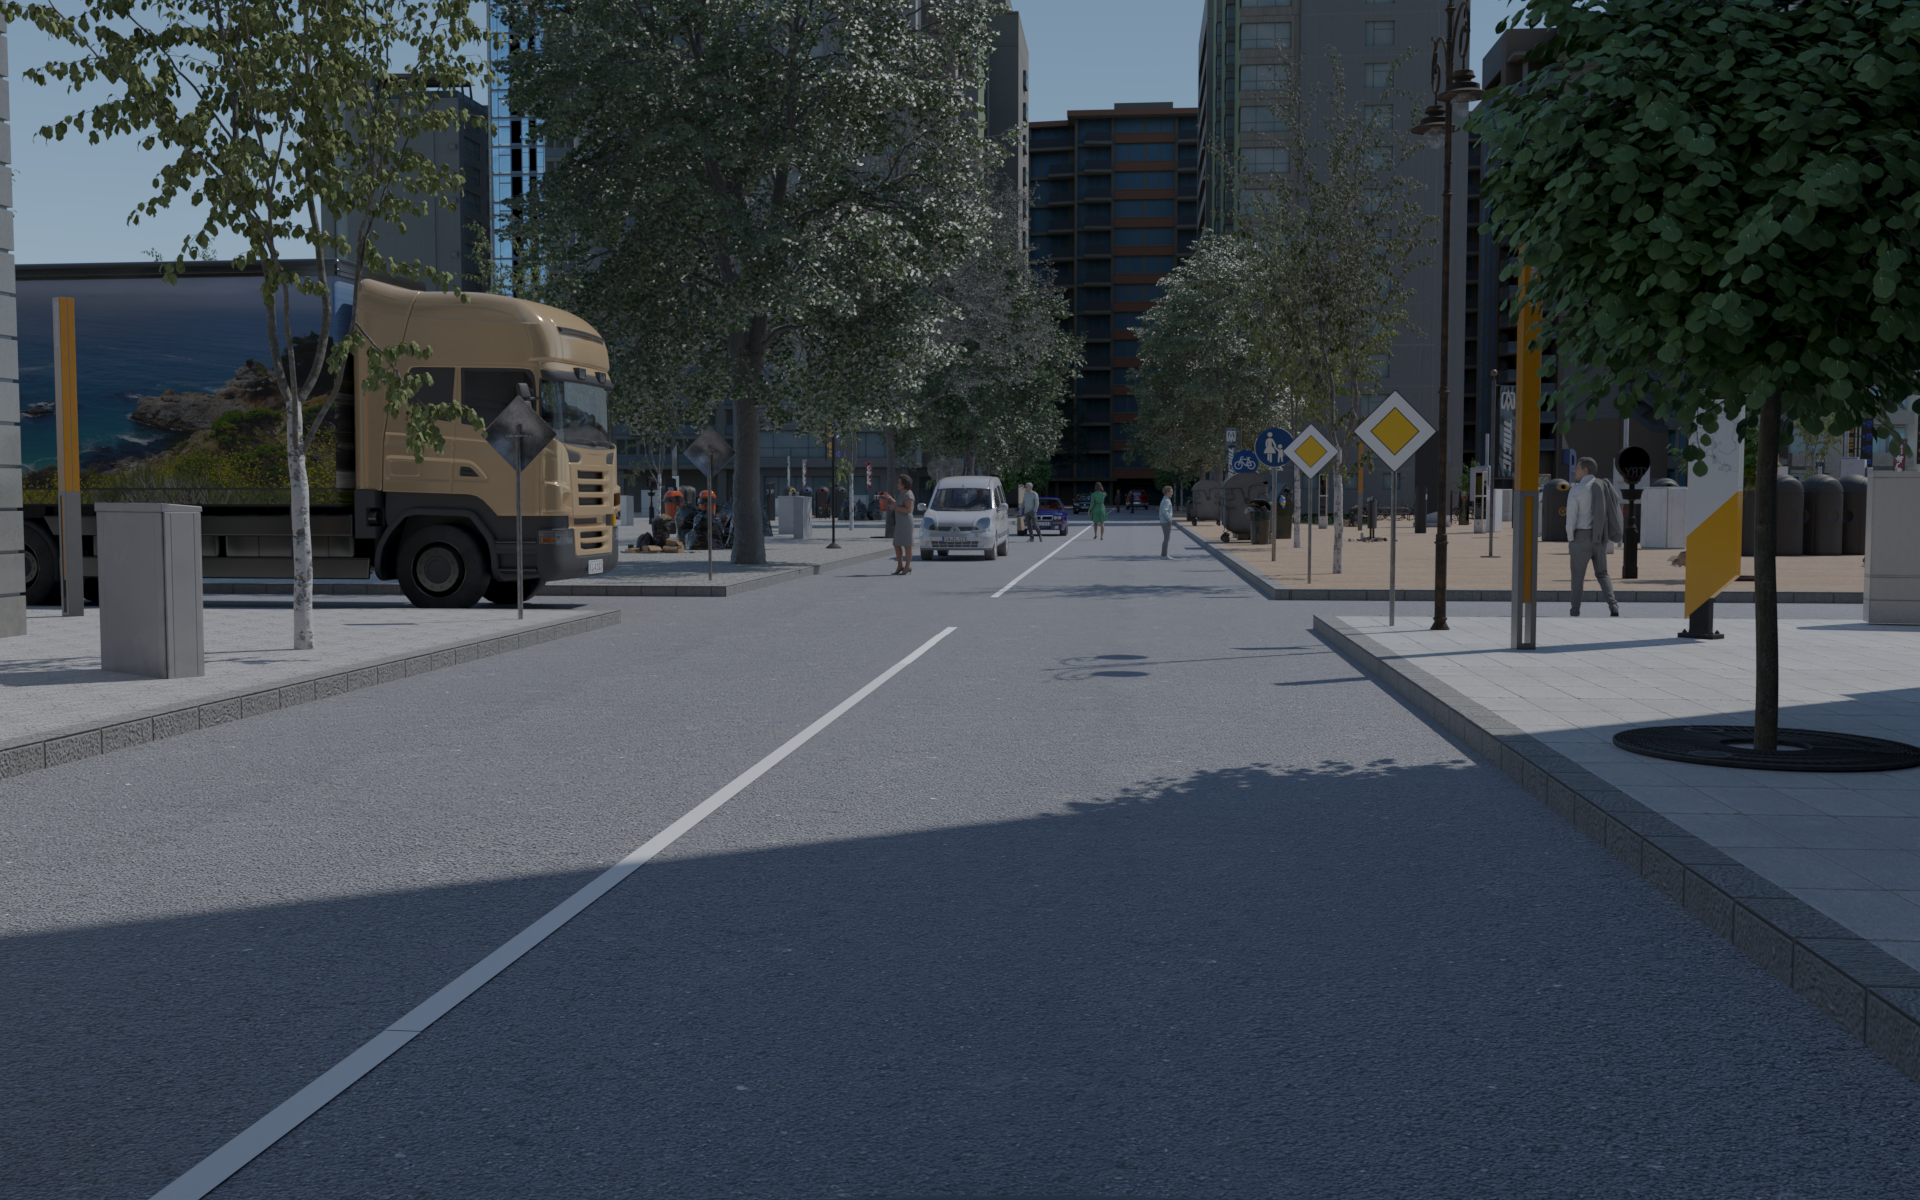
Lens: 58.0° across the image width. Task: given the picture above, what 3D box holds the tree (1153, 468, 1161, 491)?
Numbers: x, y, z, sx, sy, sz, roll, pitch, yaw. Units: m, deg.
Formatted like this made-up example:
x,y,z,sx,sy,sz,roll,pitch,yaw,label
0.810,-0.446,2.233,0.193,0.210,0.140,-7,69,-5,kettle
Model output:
x,y,z,sx,sy,sz,roll,pitch,yaw,label
16.801,-9.148,133.281,4.285,4.588,4.351,0,3,0,tree

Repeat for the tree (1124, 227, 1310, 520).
x,y,z,sx,sy,sz,roll,pitch,yaw,label
12.646,-10.865,84.294,9.857,13.997,8.962,0,3,0,tree

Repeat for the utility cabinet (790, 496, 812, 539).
x,y,z,sx,sy,sz,roll,pitch,yaw,label
-4.526,-2.372,49.949,0.306,1.237,1.020,1,4,10,utility cabinet

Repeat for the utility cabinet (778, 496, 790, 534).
x,y,z,sx,sy,sz,roll,pitch,yaw,label
-5.370,-2.705,55.395,1.020,1.237,0.306,3,5,42,utility cabinet

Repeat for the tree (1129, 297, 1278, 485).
x,y,z,sx,sy,sz,roll,pitch,yaw,label
13.719,-11.092,98.368,9.611,12.733,9.660,0,3,0,tree

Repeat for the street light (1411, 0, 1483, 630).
x,y,z,sx,sy,sz,roll,pitch,yaw,label
4.541,-2.656,16.209,0.468,5.910,1.993,0,4,6,street light

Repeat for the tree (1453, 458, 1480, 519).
x,y,z,sx,sy,sz,roll,pitch,yaw,label
26.909,-5.880,90.744,1.663,3.219,1.824,0,3,0,tree

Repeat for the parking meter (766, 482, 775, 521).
x,y,z,sx,sy,sz,roll,pitch,yaw,label
-9.097,-4.740,83.212,0.399,1.863,0.255,-3,5,-40,parking meter

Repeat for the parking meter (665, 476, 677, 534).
x,y,z,sx,sy,sz,roll,pitch,yaw,label
-9.235,-3.040,55.422,0.399,1.863,0.255,-1,4,-8,parking meter

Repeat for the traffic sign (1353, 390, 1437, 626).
x,y,z,sx,sy,sz,roll,pitch,yaw,label
4.199,-0.804,16.792,0.795,2.450,0.064,0,4,6,traffic sign

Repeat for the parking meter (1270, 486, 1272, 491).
x,y,z,sx,sy,sz,roll,pitch,yaw,label
9.244,-2.584,50.651,0.372,1.533,0.369,0,3,0,parking meter

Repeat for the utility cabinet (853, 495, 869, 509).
x,y,z,sx,sy,sz,roll,pitch,yaw,label
-5.603,-5.232,96.711,1.020,1.237,0.306,2,4,28,utility cabinet

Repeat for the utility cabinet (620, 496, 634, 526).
x,y,z,sx,sy,sz,roll,pitch,yaw,label
-13.510,-3.617,70.298,0.306,1.237,1.020,-2,4,-25,utility cabinet

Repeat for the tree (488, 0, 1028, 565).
x,y,z,sx,sy,sz,roll,pitch,yaw,label
-3.782,-7.631,31.427,9.857,13.997,8.962,0,3,0,tree

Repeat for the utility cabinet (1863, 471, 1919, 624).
x,y,z,sx,sy,sz,roll,pitch,yaw,label
9.507,-0.503,16.896,1.173,1.500,0.318,1,4,17,utility cabinet

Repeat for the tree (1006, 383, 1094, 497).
x,y,z,sx,sy,sz,roll,pitch,yaw,label
6.989,-12.238,134.502,7.601,10.594,8.767,1,4,10,tree

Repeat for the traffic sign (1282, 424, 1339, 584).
x,y,z,sx,sy,sz,roll,pitch,yaw,label
4.997,-1.290,24.737,0.795,2.450,0.064,0,4,6,traffic sign

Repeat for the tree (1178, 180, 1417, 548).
x,y,z,sx,sy,sz,roll,pitch,yaw,label
8.246,-5.546,41.035,4.737,8.622,4.395,0,3,0,tree

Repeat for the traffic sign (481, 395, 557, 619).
x,y,z,sx,sy,sz,roll,pitch,yaw,label
-4.499,-0.859,17.683,0.795,2.450,0.064,0,4,6,traffic sign

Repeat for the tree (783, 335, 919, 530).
x,y,z,sx,sy,sz,roll,pitch,yaw,label
-4.077,-6.766,60.986,4.737,8.622,4.395,0,3,0,tree

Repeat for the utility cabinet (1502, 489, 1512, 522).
x,y,z,sx,sy,sz,roll,pitch,yaw,label
24.916,-4.348,79.771,0.318,1.500,1.173,-2,4,-33,utility cabinet

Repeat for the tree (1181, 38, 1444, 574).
x,y,z,sx,sy,sz,roll,pitch,yaw,label
5.891,-4.722,27.573,4.360,8.622,3.978,0,3,0,tree

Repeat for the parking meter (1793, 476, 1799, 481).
x,y,z,sx,sy,sz,roll,pitch,yaw,label
27.673,-3.176,57.637,0.255,1.863,0.399,-1,4,-9,parking meter

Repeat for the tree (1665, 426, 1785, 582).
x,y,z,sx,sy,sz,roll,pitch,yaw,label
11.641,-1.915,25.918,1.663,3.219,1.824,0,3,0,tree

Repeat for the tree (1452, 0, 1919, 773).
x,y,z,sx,sy,sz,roll,pitch,yaw,label
4.094,-1.522,8.602,4.285,4.588,4.351,0,3,0,tree

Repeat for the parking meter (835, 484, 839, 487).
x,y,z,sx,sy,sz,roll,pitch,yaw,label
-7.143,-5.728,99.368,0.399,1.863,0.255,-1,4,-11,parking meter

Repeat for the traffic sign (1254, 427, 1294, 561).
x,y,z,sx,sy,sz,roll,pitch,yaw,label
5.998,-2.015,33.044,0.768,2.556,0.104,1,4,13,traffic sign

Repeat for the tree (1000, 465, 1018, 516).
x,y,z,sx,sy,sz,roll,pitch,yaw,label
2.583,-6.603,102.564,1.663,3.219,1.824,0,3,0,tree

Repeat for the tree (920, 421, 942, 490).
x,y,z,sx,sy,sz,roll,pitch,yaw,label
-0.886,-8.916,96.138,4.737,8.622,4.395,0,3,0,tree

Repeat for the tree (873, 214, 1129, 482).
x,y,z,sx,sy,sz,roll,pitch,yaw,label
0.444,-9.402,70.723,9.611,12.733,9.660,0,3,0,tree

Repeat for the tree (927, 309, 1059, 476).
x,y,z,sx,sy,sz,roll,pitch,yaw,label
1.184,-9.701,84.363,9.928,11.665,9.643,0,3,0,tree

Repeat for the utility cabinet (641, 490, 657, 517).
x,y,z,sx,sy,sz,roll,pitch,yaw,label
-17.205,-5.382,96.668,1.173,1.500,0.318,2,4,24,utility cabinet

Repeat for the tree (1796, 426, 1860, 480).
x,y,z,sx,sy,sz,roll,pitch,yaw,label
39.205,-7.878,79.173,4.737,8.622,4.395,0,3,0,tree

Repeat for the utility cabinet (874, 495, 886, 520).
x,y,z,sx,sy,sz,roll,pitch,yaw,label
-3.760,-4.601,86.390,1.020,1.237,0.306,0,4,4,utility cabinet

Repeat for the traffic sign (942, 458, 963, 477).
x,y,z,sx,sy,sz,roll,pitch,yaw,label
-0.268,-3.729,61.069,0.768,2.556,0.104,1,4,12,traffic sign

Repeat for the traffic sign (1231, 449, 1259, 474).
x,y,z,sx,sy,sz,roll,pitch,yaw,label
8.109,-3.012,49.357,0.768,2.556,0.104,0,4,8,traffic sign

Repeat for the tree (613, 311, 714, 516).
x,y,z,sx,sy,sz,roll,pitch,yaw,label
-11.035,-6.923,63.558,4.360,8.622,3.978,0,3,0,tree

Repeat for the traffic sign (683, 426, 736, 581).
x,y,z,sx,sy,sz,roll,pitch,yaw,label
-3.701,-1.345,25.628,0.795,2.450,0.064,0,4,6,traffic sign

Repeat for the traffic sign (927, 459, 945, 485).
x,y,z,sx,sy,sz,roll,pitch,yaw,label
-0.817,-3.853,63.099,0.768,2.556,0.104,1,4,11,traffic sign

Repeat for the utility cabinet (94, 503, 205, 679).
x,y,z,sx,sy,sz,roll,pitch,yaw,label
-5.789,-0.075,12.389,1.020,1.237,0.306,3,5,40,utility cabinet

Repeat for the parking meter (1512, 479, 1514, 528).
x,y,z,sx,sy,sz,roll,pitch,yaw,label
20.923,-3.631,65.076,0.255,1.863,0.399,3,4,36,parking meter

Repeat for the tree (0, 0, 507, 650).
x,y,z,sx,sy,sz,roll,pitch,yaw,label
-5.404,-3.882,13.837,4.737,8.622,4.395,0,3,0,tree

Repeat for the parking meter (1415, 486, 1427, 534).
x,y,z,sx,sy,sz,roll,pitch,yaw,label
15.003,-2.934,56.380,0.372,1.533,0.369,0,3,0,parking meter

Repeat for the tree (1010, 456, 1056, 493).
x,y,z,sx,sy,sz,roll,pitch,yaw,label
4.920,-8.122,116.504,4.285,4.588,4.351,0,3,0,tree

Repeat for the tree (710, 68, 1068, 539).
x,y,z,sx,sy,sz,roll,pitch,yaw,label
-1.991,-8.533,49.877,12.009,13.543,11.850,0,3,0,tree
